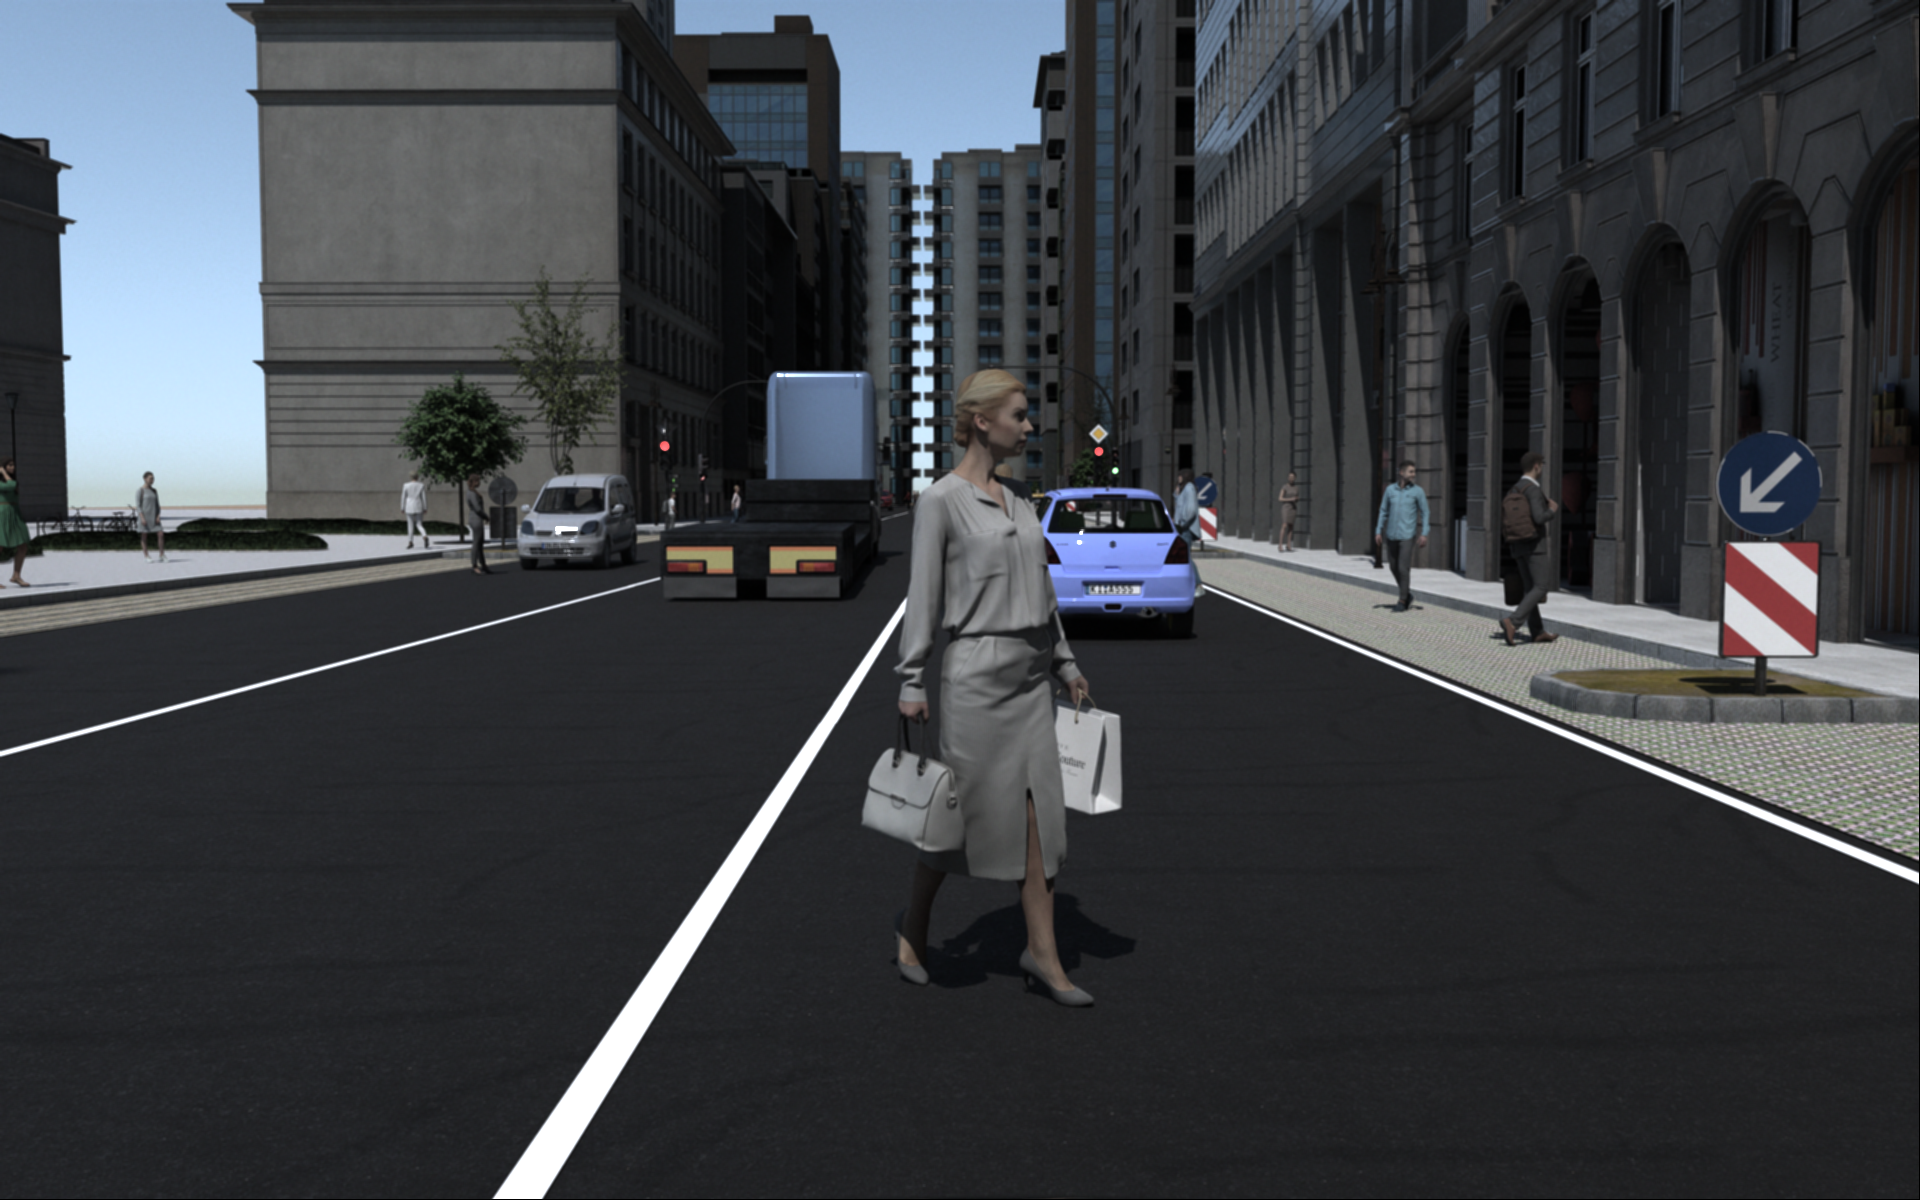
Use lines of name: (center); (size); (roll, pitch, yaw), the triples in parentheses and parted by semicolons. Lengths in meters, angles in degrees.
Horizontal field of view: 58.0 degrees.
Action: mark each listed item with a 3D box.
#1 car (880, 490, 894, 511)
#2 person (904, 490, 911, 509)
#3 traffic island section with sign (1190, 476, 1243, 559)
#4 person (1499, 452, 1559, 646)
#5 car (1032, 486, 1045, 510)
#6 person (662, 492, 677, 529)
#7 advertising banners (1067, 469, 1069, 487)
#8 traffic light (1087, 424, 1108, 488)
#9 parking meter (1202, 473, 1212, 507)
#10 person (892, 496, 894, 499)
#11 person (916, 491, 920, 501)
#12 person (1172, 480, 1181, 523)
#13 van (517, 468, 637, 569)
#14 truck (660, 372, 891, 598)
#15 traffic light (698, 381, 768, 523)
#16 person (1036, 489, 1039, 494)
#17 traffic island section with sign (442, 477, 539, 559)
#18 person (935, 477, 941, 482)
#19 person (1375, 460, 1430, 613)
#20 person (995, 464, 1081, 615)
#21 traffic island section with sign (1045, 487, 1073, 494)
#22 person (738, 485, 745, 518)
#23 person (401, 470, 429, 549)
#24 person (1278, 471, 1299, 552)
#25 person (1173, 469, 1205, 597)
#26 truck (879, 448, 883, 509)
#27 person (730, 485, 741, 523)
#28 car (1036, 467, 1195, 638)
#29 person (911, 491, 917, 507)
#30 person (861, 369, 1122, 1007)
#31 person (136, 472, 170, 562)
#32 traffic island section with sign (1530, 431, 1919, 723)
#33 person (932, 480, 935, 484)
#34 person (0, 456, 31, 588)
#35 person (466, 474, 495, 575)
car: (-6.811, -8.554, 148.530); (2.281, 1.827, 5.304); (0, 4, 0)
person: (-4.831, -9.359, 161.463); (0.705, 1.831, 1.348); (1, 4, 22)
traffic island section with sign: (5.267, -1.860, 39.039); (1.989, 1.847, 2.006); (0, 4, 1)
person: (5.382, -0.489, 16.454); (0.822, 1.834, 0.622); (-1, 4, -23)
car: (1.832, -1.906, 41.388); (2.015, 1.641, 3.980); (0, 3, 0)
person: (-9.316, -2.738, 55.860); (0.503, 1.515, 0.523); (2, 4, 24)
advertising banners: (7.512, -7.477, 118.440); (0.090, 3.025, 2.074); (0, 4, -5)
traffic light: (5.524, -4.923, 69.412); (0.839, 4.253, 0.868); (0, 4, 1)
parking meter: (6.787, -2.568, 47.701); (0.255, 1.863, 0.399); (0, 4, -2)
person: (-7.406, -10.408, 179.383); (1.217, 1.736, 0.721); (-2, 4, -26)
person: (-5.062, -12.084, 206.076); (0.705, 1.823, 1.348); (-3, 5, -40)
person: (7.177, -3.070, 56.995); (0.760, 1.731, 0.466); (-3, 4, -38)
van: (-7.528, -1.668, 34.283); (2.013, 2.044, 4.112); (0, 3, 0)
truck: (-2.945, -2.601, 32.280); (2.967, 4.110, 18.799); (0, 4, -1)
traffic light: (-8.244, -5.804, 69.567); (4.771, 5.953, 1.251); (0, 4, 1)
person: (6.054, -7.796, 136.148); (0.728, 1.800, 0.709); (-2, 4, -35)
traffic island section with sign: (-10.352, -1.849, 38.863); (1.989, 1.847, 2.006); (0, 4, 1)
person: (-0.442, -2.012, 41.241); (0.661, 1.843, 0.795); (-2, 4, -30)
person: (5.425, -0.774, 21.022); (0.748, 1.841, 0.638); (-3, 5, -44)
person: (0.869, -0.747, 20.924); (1.509, 1.804, 0.699); (2, 4, 32)
traffic island section with sign: (5.813, -5.229, 94.123); (1.989, 1.847, 2.006); (0, 4, 1)
person: (-11.926, -5.391, 94.546); (0.532, 1.782, 0.716); (0, 4, 6)
person: (-12.702, -2.110, 40.423); (0.818, 1.842, 0.514); (3, 5, 45)
person: (7.293, -1.954, 38.337); (0.599, 1.781, 0.374); (-2, 4, -24)
person: (3.220, -0.954, 24.365); (0.793, 1.790, 0.793); (-2, 4, -32)
truck: (-6.138, -6.959, 102.698); (2.839, 4.237, 11.283); (0, 4, 1)
person: (-8.159, -3.243, 62.201); (0.598, 1.740, 0.731); (-1, 4, -9)
car: (1.462, -0.545, 18.507); (1.945, 1.707, 3.694); (0, 4, -1)
person: (-4.638, -9.948, 171.687); (0.750, 1.759, 0.617); (-1, 4, -20)
person: (0.085, 0.238, 4.965); (0.694, 1.780, 0.624); (-2, 4, -31)
person: (-15.225, -1.558, 32.518); (0.522, 1.701, 0.512); (2, 4, 27)
traffic island section with sign: (4.997, -0.187, 11.692); (1.989, 1.847, 2.006); (0, 4, 1)
person: (-0.926, -3.179, 59.845); (0.474, 1.900, 0.648); (-2, 4, -26)
person: (-13.020, -1.062, 23.652); (0.529, 1.795, 0.600); (0, 4, -6)
person: (-8.487, -1.344, 30.750); (0.573, 1.790, 0.520); (-3, 4, -37)
